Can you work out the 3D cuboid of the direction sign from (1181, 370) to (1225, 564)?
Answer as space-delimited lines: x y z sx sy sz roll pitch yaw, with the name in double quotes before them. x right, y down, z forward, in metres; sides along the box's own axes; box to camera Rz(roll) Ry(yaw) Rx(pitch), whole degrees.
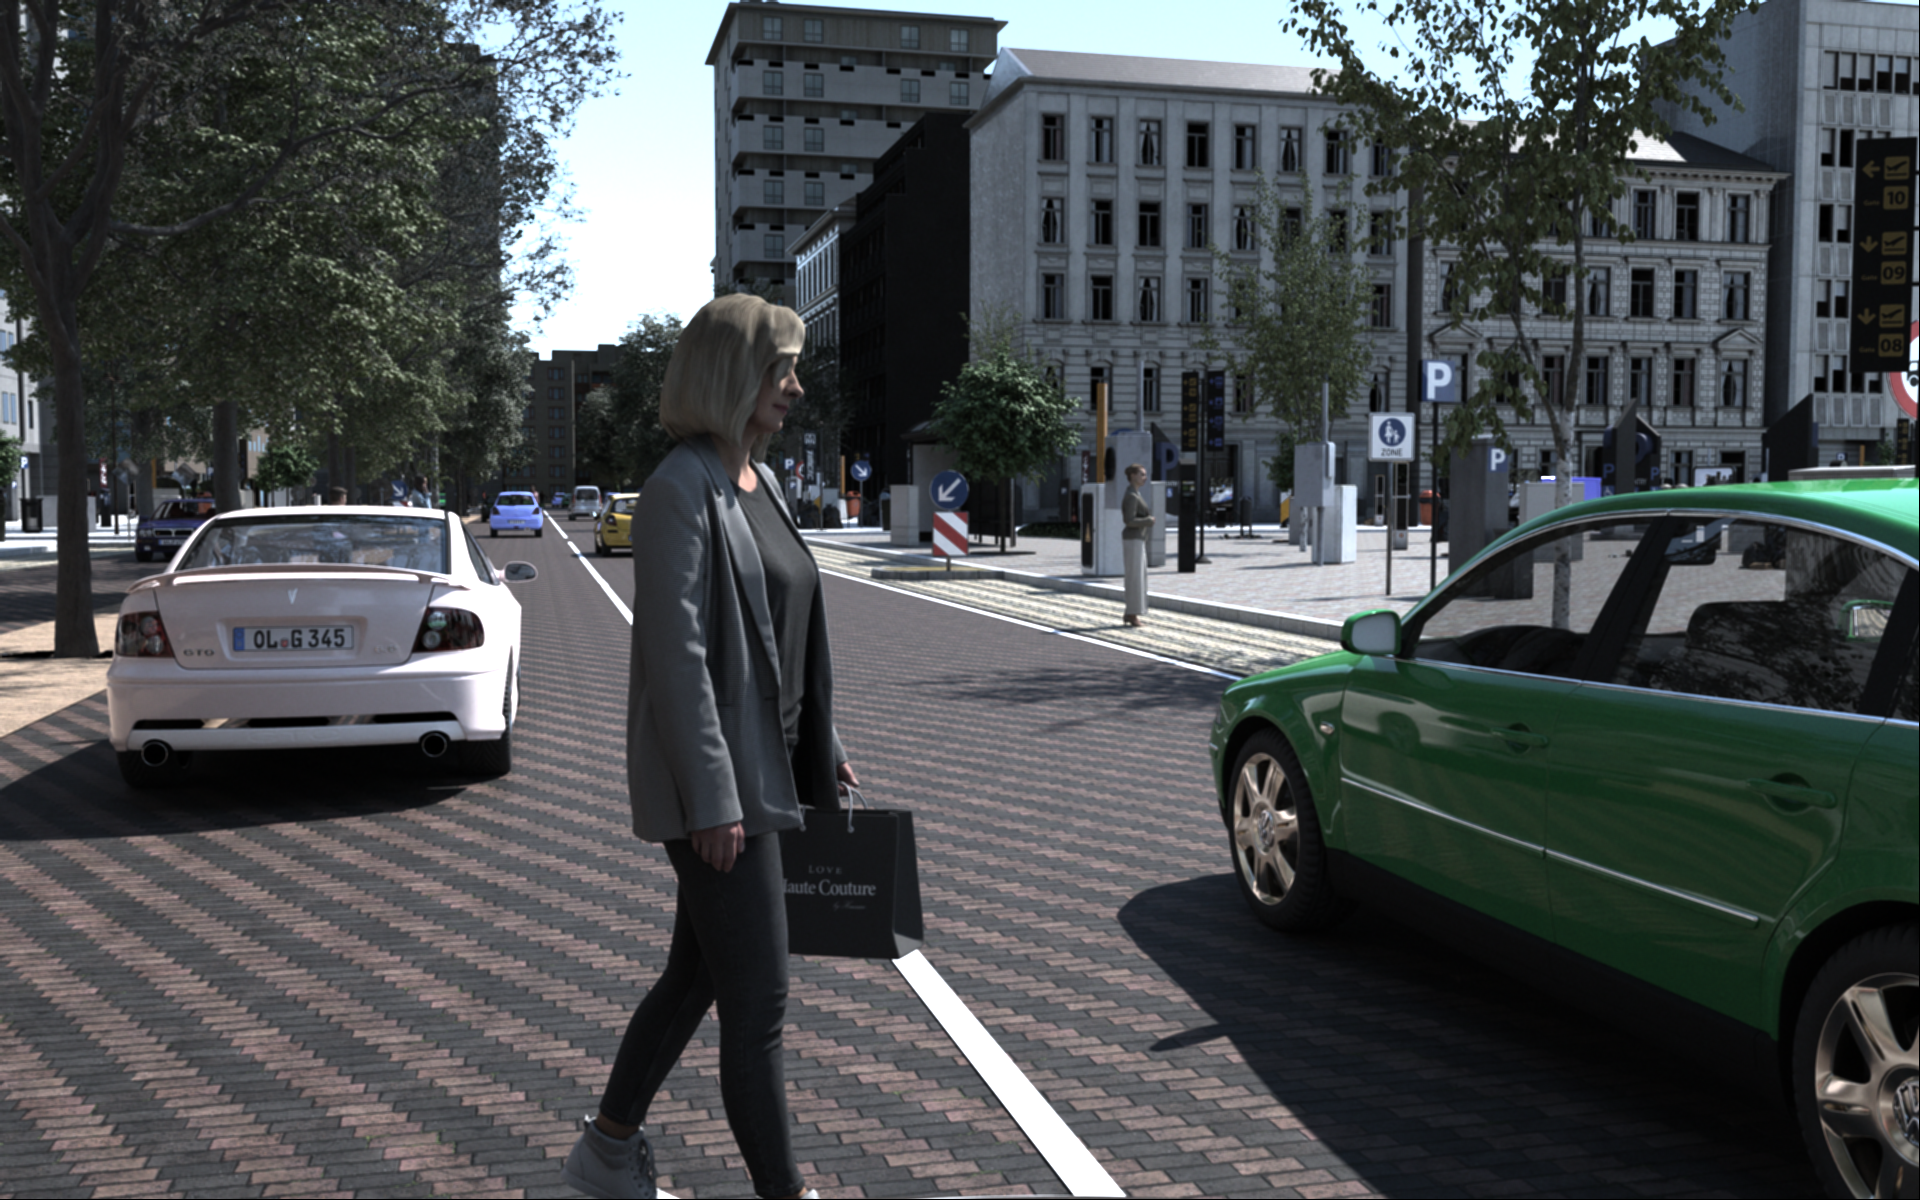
"direction sign" 4.477 -2.446 31.982 0.876 3.537 0.379 3 4 36

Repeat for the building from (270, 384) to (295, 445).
"building" -76.869 -24.938 179.434 14.107 30.474 14.160 -1 4 -14

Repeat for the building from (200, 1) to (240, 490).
"building" -69.573 -50.307 135.195 22.319 86.520 31.000 -1 4 -14

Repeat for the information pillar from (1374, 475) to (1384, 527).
"information pillar" 16.454 -3.883 67.977 0.304 2.012 0.304 0 4 1

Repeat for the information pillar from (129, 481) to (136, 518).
"information pillar" -43.961 -5.348 91.925 0.304 2.012 0.304 -2 4 -34

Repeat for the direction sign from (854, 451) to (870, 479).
"direction sign" -5.218 -6.117 92.006 0.876 3.537 0.379 -2 4 -25

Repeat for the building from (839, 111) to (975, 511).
"building" -0.160 -17.106 109.356 12.332 23.373 15.834 -1 4 -14

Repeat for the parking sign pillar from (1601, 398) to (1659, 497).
"parking sign pillar" 18.362 -3.659 48.296 1.447 3.967 1.447 3 5 44

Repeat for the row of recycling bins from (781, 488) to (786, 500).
"row of recycling bins" -12.630 -7.009 121.702 1.069 1.692 3.534 1 4 9

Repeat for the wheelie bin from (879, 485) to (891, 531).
"wheelie bin" -2.406 -3.195 60.153 0.693 1.594 0.980 1 4 14

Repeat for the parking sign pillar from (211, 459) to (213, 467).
"parking sign pillar" -52.872 -8.288 123.983 1.447 3.967 1.447 2 4 27

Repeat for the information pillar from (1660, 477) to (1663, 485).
"information pillar" 30.177 -4.312 74.999 0.304 2.012 0.304 -2 4 -32

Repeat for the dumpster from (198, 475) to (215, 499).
"dumpster" -37.514 -5.167 86.969 1.502 2.255 1.985 -1 4 -14

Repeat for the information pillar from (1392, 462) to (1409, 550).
"information pillar" 10.109 -2.158 39.770 0.304 2.012 0.304 0 4 1

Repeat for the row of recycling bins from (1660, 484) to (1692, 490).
"row of recycling bins" 29.037 -3.891 70.731 1.069 1.692 3.534 -1 4 -23

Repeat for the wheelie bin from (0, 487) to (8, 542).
"wheelie bin" -25.916 -2.357 46.445 0.693 1.594 0.980 -2 4 -29

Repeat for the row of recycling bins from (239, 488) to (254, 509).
"row of recycling bins" -48.510 -6.561 114.383 3.534 1.692 1.069 -1 4 -12

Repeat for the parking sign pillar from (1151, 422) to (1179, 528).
"parking sign pillar" 7.746 -4.700 65.319 1.447 3.967 1.447 3 5 44

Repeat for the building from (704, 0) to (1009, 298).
"building" -11.665 -36.576 187.259 28.713 52.752 27.495 -1 4 -14

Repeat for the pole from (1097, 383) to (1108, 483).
"pole" 2.620 -2.332 31.978 0.158 3.312 0.155 0 3 0

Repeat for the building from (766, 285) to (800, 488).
"building" -5.480 -19.309 160.747 27.650 21.520 28.899 -1 4 -14

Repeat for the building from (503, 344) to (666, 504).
"building" -47.833 -24.065 238.504 28.899 21.520 27.650 -1 4 -14

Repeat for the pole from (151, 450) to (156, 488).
"pole" -33.064 -4.723 71.061 0.158 3.312 0.155 0 3 0

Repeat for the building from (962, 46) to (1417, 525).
"building" 10.140 -14.059 79.008 18.267 20.994 9.793 -1 4 -14

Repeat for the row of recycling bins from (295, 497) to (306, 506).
"row of recycling bins" -46.879 -7.043 122.266 1.069 1.692 3.534 -1 4 -15

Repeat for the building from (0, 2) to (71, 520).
"building" -56.667 -32.938 80.539 21.231 58.520 28.212 -1 4 -14

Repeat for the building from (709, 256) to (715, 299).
"building" -22.296 -33.897 246.102 23.993 40.220 32.217 -1 4 -14

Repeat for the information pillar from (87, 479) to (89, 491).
"information pillar" -43.670 -5.017 86.514 0.304 2.012 0.304 -3 4 -37

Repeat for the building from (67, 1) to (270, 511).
"building" -72.214 -31.137 159.205 14.600 45.320 14.200 -1 4 -14

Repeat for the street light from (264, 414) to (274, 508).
"street light" -34.859 -7.032 87.754 0.468 5.910 1.993 -1 4 -14

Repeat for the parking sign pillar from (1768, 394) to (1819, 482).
"parking sign pillar" 22.673 -3.589 47.144 1.447 3.967 1.447 -1 4 -23

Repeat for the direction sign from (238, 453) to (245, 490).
"direction sign" -39.294 -6.285 94.763 0.379 3.537 0.876 -3 5 -42

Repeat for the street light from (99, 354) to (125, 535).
"street light" -26.610 -4.997 54.487 0.468 5.910 1.993 -1 4 -14

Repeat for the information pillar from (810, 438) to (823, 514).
"information pillar" -5.526 -4.598 66.534 0.504 3.616 0.183 0 4 -5

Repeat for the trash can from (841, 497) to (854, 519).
"trash can" -5.720 -4.683 88.227 0.748 1.137 0.748 0 3 0

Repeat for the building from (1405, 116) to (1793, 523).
"building" 28.247 -13.420 84.050 19.286 19.102 10.561 -1 4 -14

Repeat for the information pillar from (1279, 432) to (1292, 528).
"information pillar" 12.340 -4.528 65.382 0.504 3.616 0.183 1 4 16

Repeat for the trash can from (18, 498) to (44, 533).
"trash can" -30.420 -2.759 56.762 0.748 1.137 0.748 0 3 0

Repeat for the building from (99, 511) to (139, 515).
"building" -57.436 -28.176 110.782 14.600 45.320 14.200 -1 4 -14

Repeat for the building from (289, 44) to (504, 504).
"building" -74.816 -41.930 227.559 28.212 58.520 21.231 -1 4 -14

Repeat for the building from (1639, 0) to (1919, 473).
"building" 47.268 -16.602 89.460 19.932 24.808 12.078 -1 4 -14

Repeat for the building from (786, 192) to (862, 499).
"building" -5.713 -18.195 126.374 11.050 23.489 19.941 -1 4 -14

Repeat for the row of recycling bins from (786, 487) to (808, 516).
"row of recycling bins" -8.937 -5.940 104.225 1.069 1.692 3.534 2 4 27

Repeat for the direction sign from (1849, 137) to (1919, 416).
"direction sign" 6.151 -1.166 11.062 0.876 3.537 0.379 1 4 12

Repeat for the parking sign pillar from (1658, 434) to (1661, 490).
"parking sign pillar" 21.453 -4.045 54.615 1.447 3.967 1.447 -1 4 -20

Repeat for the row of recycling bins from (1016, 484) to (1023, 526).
"row of recycling bins" 1.177 -3.879 70.536 3.534 1.692 1.069 3 5 45
